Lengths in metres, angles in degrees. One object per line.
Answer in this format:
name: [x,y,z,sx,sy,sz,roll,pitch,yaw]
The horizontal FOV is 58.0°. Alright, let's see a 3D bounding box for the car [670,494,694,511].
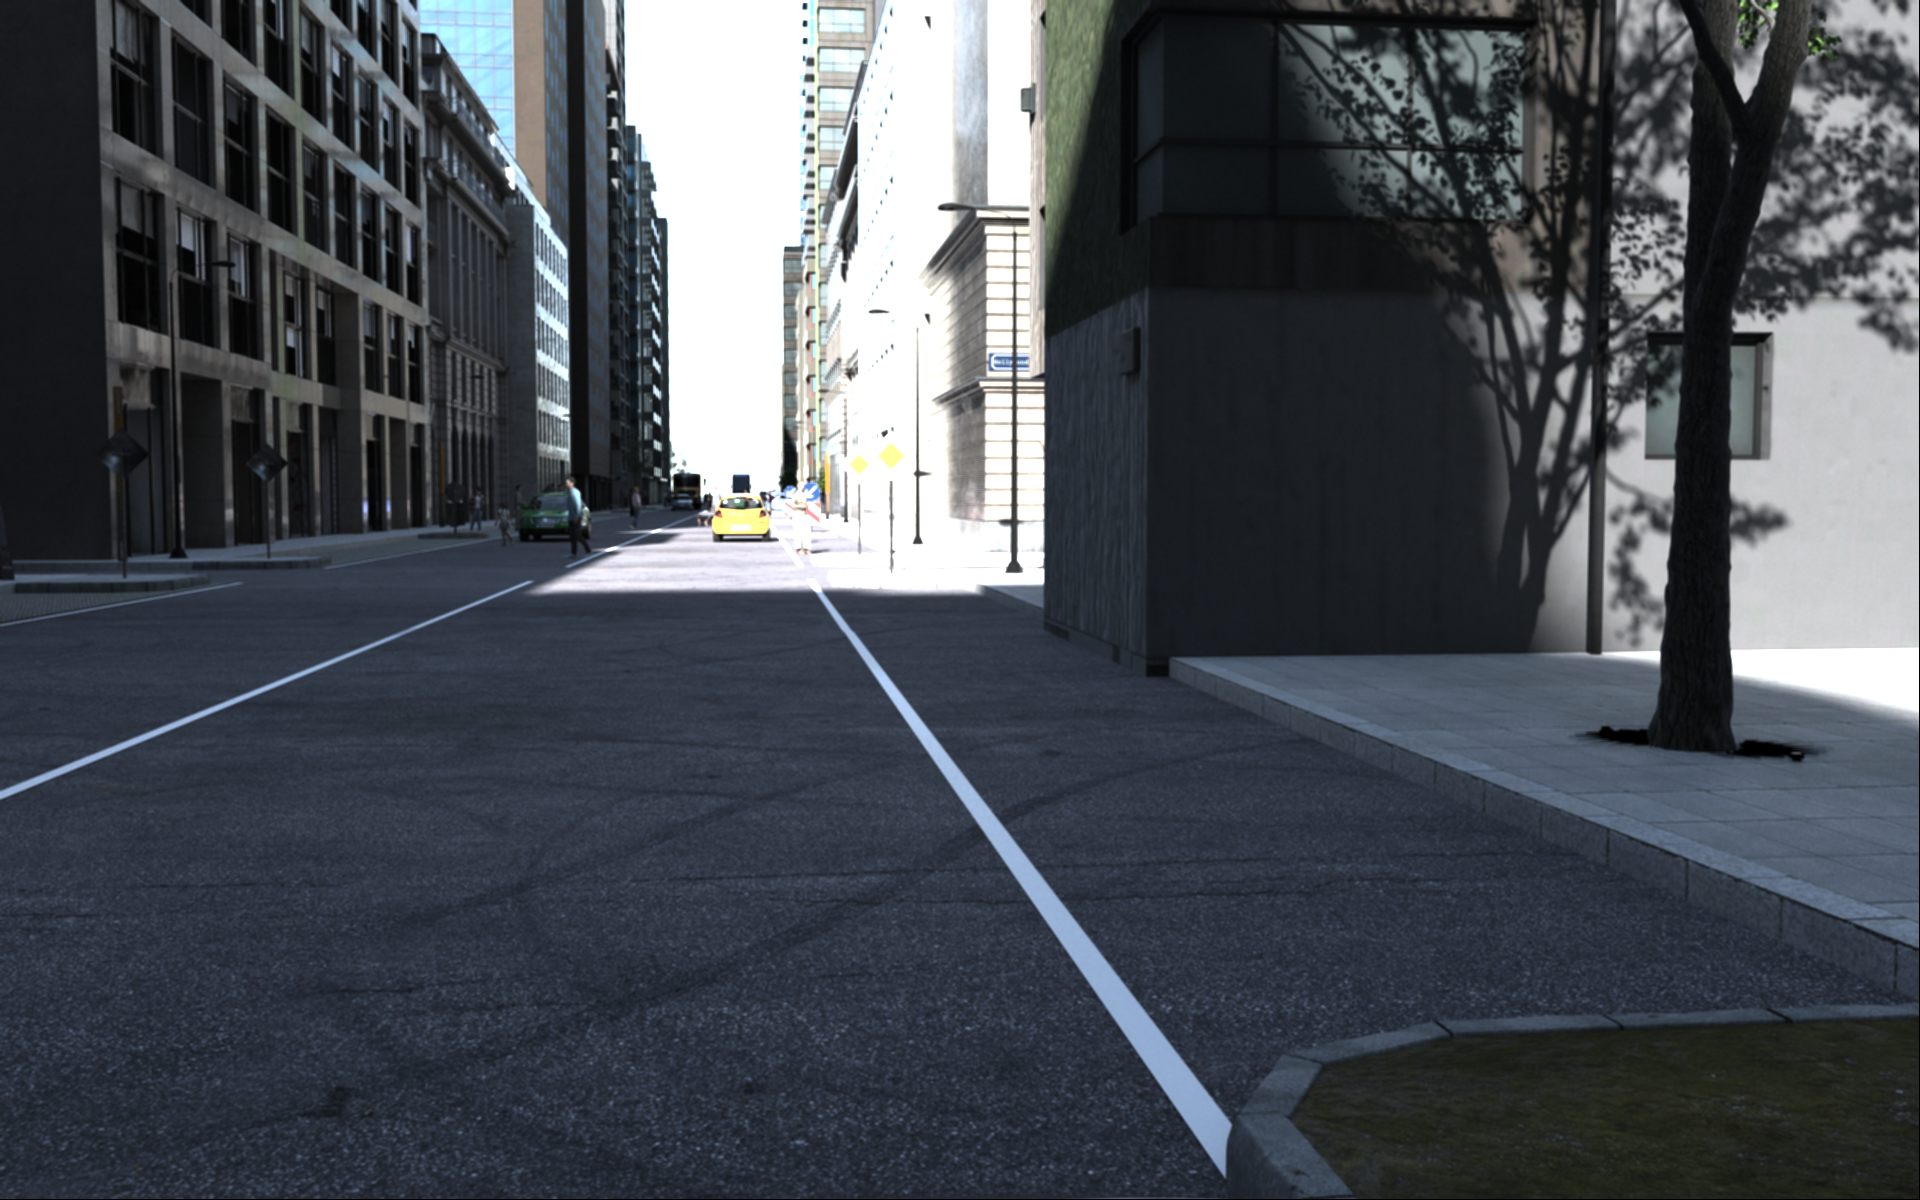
car: [-23.788,-8.328,148.158,2.014,1.417,4.499,-1,4,-9]

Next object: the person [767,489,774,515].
person: [-12.672,-6.571,116.465,0.721,1.766,1.217,-1,4,-14]

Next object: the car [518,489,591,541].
car: [-12.593,-2.760,53.919,1.959,1.807,4.718,0,4,-5]

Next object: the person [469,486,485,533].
person: [-17.641,-3.298,63.261,0.563,1.720,0.643,-2,4,-27]

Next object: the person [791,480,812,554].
person: [-3.757,-1.966,41.197,0.519,1.759,0.362,-3,5,-43]

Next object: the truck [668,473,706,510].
truck: [-25.341,-10.084,160.797,3.469,3.379,9.791,-1,4,-9]

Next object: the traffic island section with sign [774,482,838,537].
traffic island section with sign: [-5.166,-3.044,58.396,1.989,1.847,2.006,0,4,-7]

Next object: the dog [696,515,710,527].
dog: [-11.187,-3.430,75.367,0.540,0.507,0.406,-2,4,-28]

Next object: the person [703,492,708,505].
person: [-33.488,-13.400,228.147,0.990,1.755,0.434,2,4,28]

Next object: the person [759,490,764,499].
person: [-21.357,-10.882,186.285,0.599,1.838,0.709,2,4,27]

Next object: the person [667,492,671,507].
person: [-33.167,-11.481,197.006,0.721,1.735,1.217,-3,4,-36]

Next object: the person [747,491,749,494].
person: [-22.192,-10.494,180.809,0.721,1.736,1.217,2,4,35]

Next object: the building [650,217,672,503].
building: [-48.948,-34.520,247.991,14.154,41.232,14.086,0,4,-7]

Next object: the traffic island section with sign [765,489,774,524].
traffic island section with sign: [-8.437,-4.680,85.153,1.989,1.847,2.006,0,4,-7]

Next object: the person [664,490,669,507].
person: [-31.113,-10.732,183.832,0.599,1.838,0.709,0,4,5]

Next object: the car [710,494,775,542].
car: [-6.694,-2.631,53.243,2.015,1.641,3.980,0,4,-6]

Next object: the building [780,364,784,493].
building: [-9.254,-23.281,225.678,27.650,21.520,28.899,0,4,-7]

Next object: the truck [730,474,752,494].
truck: [-27.874,-14.162,221.308,2.967,4.110,18.799,0,4,-8]

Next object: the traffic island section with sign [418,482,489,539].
traffic island section with sign: [-16.392,-2.908,56.174,1.989,1.847,2.006,0,4,-7]

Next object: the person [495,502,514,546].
person: [-12.635,-2.110,48.008,0.382,1.210,0.505,3,5,40]

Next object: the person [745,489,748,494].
person: [-16.506,-7.645,133.455,0.705,1.831,1.348,-2,4,-27]

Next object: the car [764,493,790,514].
car: [-13.173,-7.081,125.368,1.945,1.707,3.694,0,4,-8]

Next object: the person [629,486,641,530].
person: [-12.838,-3.626,68.463,0.731,1.740,0.598,3,4,39]

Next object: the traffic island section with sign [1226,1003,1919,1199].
traffic island section with sign: [1.587,0.331,3.216,1.989,1.847,2.006,0,4,-7]

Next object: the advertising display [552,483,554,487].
advertising display: [-22.899,-5.642,97.457,0.123,1.923,0.974,-1,4,-15]

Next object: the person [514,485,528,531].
person: [-17.009,-3.575,67.147,0.583,1.804,0.606,-1,4,-18]

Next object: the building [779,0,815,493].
building: [-15.170,-57.518,253.089,22.319,86.520,31.000,0,4,-7]

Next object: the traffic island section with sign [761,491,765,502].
traffic island section with sign: [-14.501,-7.713,134.735,1.989,1.847,2.006,0,4,-7]

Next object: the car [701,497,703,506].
car: [-32.180,-12.116,209.896,2.131,1.459,4.920,0,4,-7]

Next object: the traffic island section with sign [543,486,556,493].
traffic island section with sign: [-19.732,-4.577,83.464,1.989,1.847,2.006,0,4,-7]

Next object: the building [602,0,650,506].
building: [-46.679,-46.531,199.040,20.563,71.187,20.611,0,4,-7]

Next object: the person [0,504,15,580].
person: [-10.495,-0.607,18.611,0.709,1.800,0.728,-1,4,-11]

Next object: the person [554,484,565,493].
person: [-16.692,-3.916,72.394,0.638,1.841,0.748,0,4,4]

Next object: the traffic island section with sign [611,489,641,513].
traffic island section with sign: [-25.822,-7.623,133.260,1.989,1.847,2.006,0,4,-7]

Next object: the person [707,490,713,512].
person: [-20.486,-8.165,142.128,0.705,1.807,1.348,1,4,13]

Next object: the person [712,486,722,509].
person: [-11.639,-4.548,82.958,0.391,1.810,0.635,1,4,17]

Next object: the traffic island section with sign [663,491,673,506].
traffic island section with sign: [-35.789,-12.604,214.701,1.989,1.847,2.006,0,4,-7]

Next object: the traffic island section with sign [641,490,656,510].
traffic island section with sign: [-29.146,-9.280,160.362,1.989,1.847,2.006,0,4,-7]

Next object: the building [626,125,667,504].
building: [-50.691,-37.021,224.902,23.786,49.044,30.456,0,4,-7]

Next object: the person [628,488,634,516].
person: [-21.092,-6.308,111.573,0.705,1.831,1.348,1,4,15]

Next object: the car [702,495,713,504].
car: [-35.552,-14.288,245.972,2.083,1.381,4.827,0,4,-5]

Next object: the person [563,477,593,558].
person: [-8.562,-1.852,38.792,0.620,1.820,0.660,-2,4,-32]

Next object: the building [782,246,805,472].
building: [-13.759,-26.393,203.233,14.160,30.474,14.107,0,4,-7]
